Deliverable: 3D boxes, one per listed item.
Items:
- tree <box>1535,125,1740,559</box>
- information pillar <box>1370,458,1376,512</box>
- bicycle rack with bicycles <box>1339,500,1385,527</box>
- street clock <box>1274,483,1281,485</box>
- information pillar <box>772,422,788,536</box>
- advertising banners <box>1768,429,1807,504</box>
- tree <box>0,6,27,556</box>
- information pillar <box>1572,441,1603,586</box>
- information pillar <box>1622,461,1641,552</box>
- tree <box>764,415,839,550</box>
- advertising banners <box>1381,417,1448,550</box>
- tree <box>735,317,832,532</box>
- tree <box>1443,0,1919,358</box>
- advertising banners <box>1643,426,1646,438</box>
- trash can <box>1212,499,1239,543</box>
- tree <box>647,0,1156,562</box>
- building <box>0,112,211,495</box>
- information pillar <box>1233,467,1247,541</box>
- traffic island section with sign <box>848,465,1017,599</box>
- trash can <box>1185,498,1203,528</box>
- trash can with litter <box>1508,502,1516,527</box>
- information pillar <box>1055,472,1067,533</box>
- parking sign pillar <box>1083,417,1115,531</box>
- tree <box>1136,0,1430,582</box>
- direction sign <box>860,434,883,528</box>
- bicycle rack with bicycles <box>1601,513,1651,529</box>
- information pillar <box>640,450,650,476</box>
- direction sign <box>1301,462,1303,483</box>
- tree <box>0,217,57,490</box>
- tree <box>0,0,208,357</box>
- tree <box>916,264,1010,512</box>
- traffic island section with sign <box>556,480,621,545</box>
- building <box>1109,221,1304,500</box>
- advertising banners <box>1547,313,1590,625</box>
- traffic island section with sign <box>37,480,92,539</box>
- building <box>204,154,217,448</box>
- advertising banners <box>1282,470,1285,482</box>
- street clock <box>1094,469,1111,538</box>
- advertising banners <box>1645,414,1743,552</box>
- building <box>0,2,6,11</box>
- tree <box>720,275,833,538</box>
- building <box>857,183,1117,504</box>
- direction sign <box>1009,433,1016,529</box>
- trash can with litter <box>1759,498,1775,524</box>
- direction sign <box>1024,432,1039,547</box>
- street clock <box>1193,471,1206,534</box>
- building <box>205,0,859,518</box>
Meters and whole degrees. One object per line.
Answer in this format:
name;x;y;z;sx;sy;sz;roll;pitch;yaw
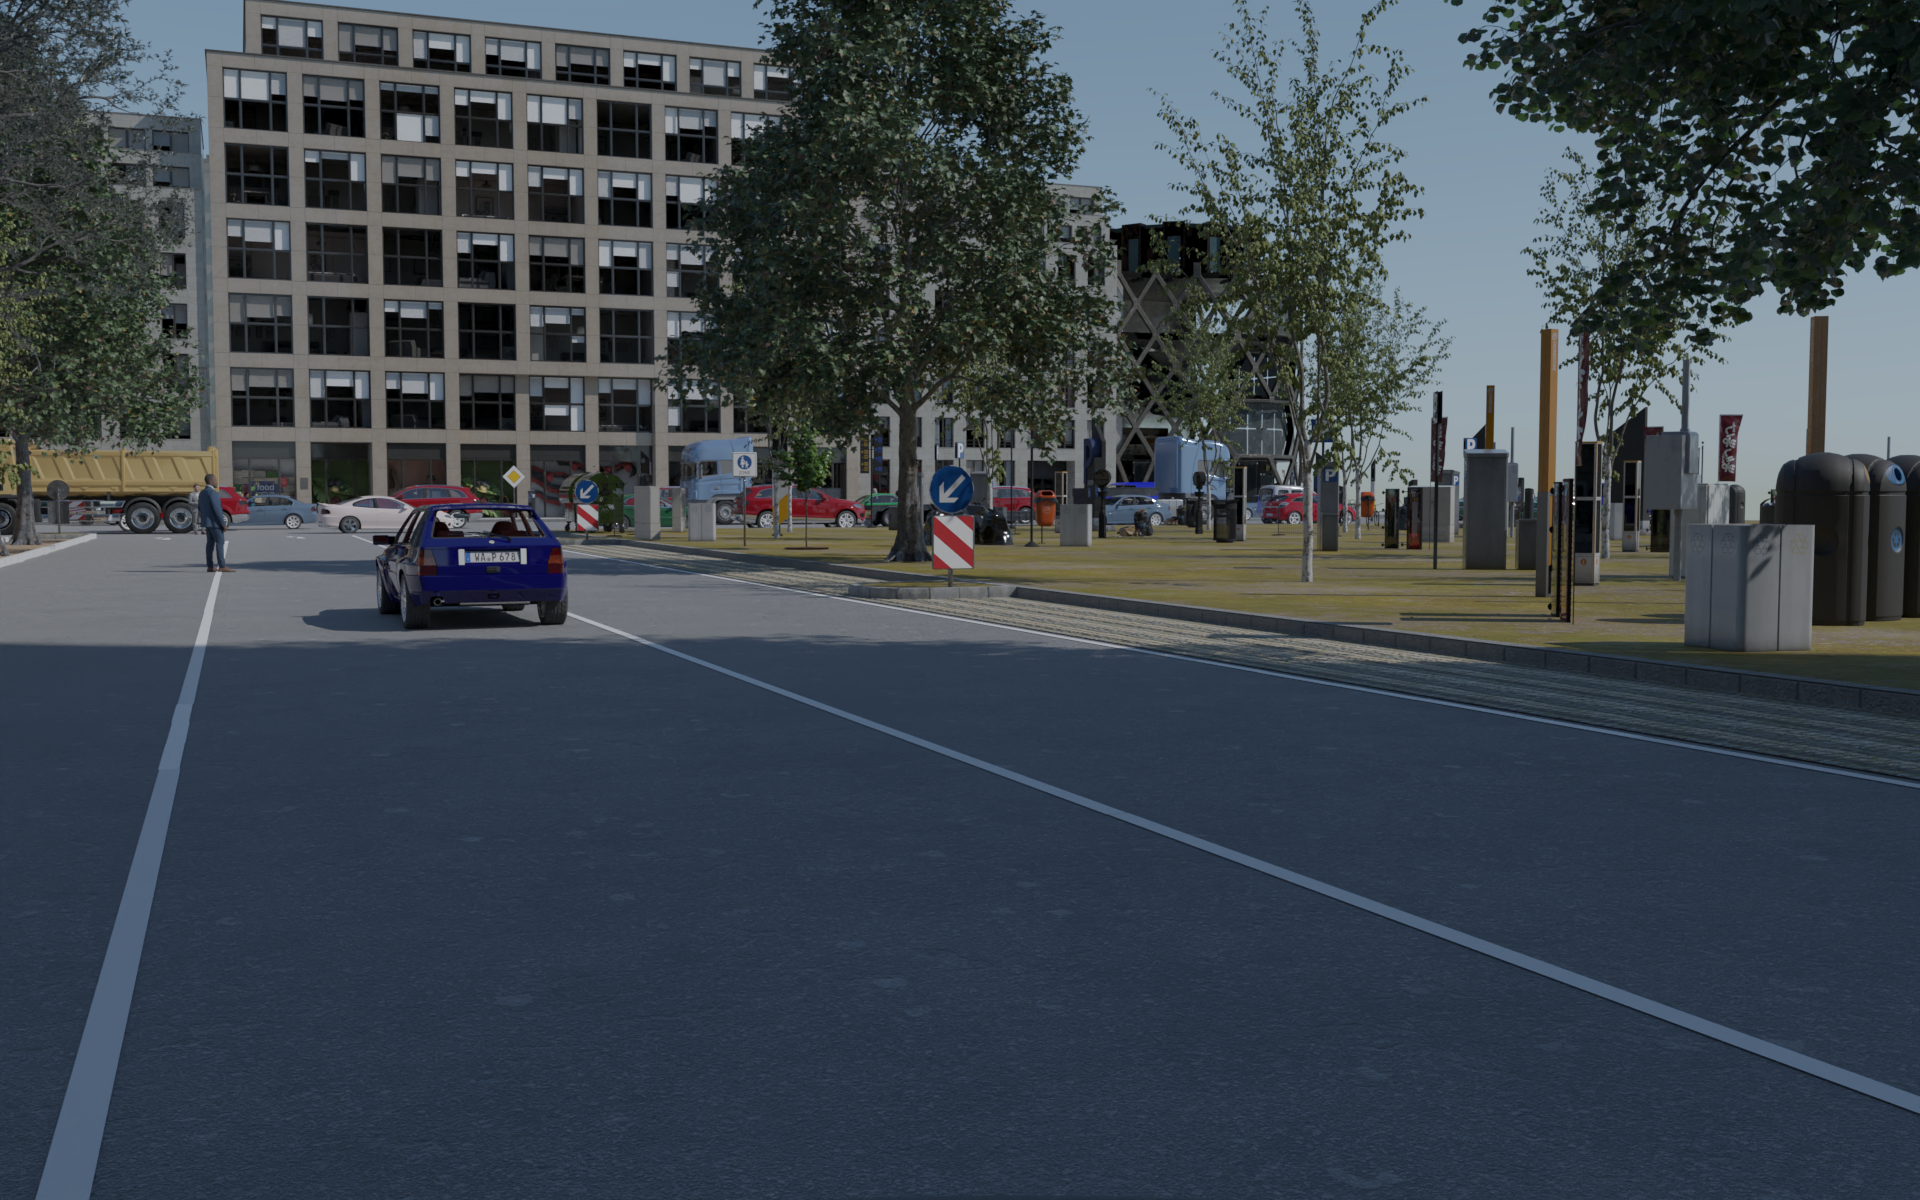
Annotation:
tree;13.105;-5.134;34.301;4.737;8.622;4.395;0;3;0
information pillar;27.233;-7.513;114.187;0.183;3.616;0.504;-1;4;-17
bicycle rack with bicycles;15.730;-3.395;68.892;2.852;0.926;2.925;1;4;23
street clock;20.219;-6.476;110.454;0.471;2.002;0.358;0;4;-4
information pillar;-5.519;-3.770;52.996;0.504;3.616;0.183;0;4;-4
advertising banners;22.160;-3.050;46.048;2.074;3.025;0.090;-2;4;-31
tree;-22.354;-7.341;39.496;9.611;12.733;9.660;0;3;0
information pillar;8.788;-1.209;24.260;0.304;2.012;0.304;2;4;34
information pillar;14.910;-2.077;38.458;0.304;2.012;0.304;2;4;35
tree;-3.705;-2.786;40.154;1.663;3.219;1.824;0;3;0
advertising banners;10.510;-2.683;40.061;0.090;3.025;2.074;-2;4;-28
tree;-5.799;-6.595;58.184;4.360;8.622;3.978;0;3;0
tree;7.188;-6.372;10.844;9.857;13.997;8.962;0;3;0
advertising banners;18.476;-2.940;44.257;2.074;3.025;0.090;3;5;40
trash can;6.982;-2.079;45.644;0.748;1.137;0.748;0;3;0
tree;-1.090;-7.087;32.875;9.611;12.733;9.660;0;3;0
building;-47.528;-14.281;88.243;16.860;20.320;10.420;-1;4;-23
information pillar;7.585;-2.597;46.959;0.304;2.012;0.304;1;4;22
traffic island section with sign;-0.501;-0.966;24.426;1.989;1.847;2.006;-1;4;-23
trash can;8.948;-3.339;66.254;0.748;1.137;0.748;0;3;0
trash can with litter;20.561;-3.332;65.871;1.055;1.170;0.624;-2;4;-24
information pillar;3.316;-3.204;56.878;0.304;2.012;0.304;2;4;33
parking sign pillar;4.678;-4.380;60.078;1.447;3.967;1.447;-1;4;-12
tree;4.866;-4.564;24.979;4.737;8.622;4.395;0;3;0
direction sign;-3.353;-4.503;65.614;0.876;3.537;0.379;-1;4;-16
bicycle rack with bicycles;23.402;-2.828;59.625;2.925;0.926;2.852;-1;4;-10
information pillar;-16.748;-6.163;92.121;0.504;3.616;0.183;0;4;3
direction sign;24.656;-8.072;123.979;0.379;3.537;0.876;3;5;39
tree;-19.241;-4.883;32.656;4.737;8.622;4.395;0;3;0
tree;-16.208;-6.837;24.606;12.009;13.543;11.850;0;3;0
tree;0.637;-5.989;48.288;4.737;8.622;4.395;0;3;0
traffic island section with sign;-10.863;-2.489;49.317;1.989;1.847;2.006;-1;4;-23
building;14.180;-15.281;117.290;16.811;18.784;16.820;-1;4;-23
advertising banners;6.121;-1.299;17.427;0.090;3.025;2.074;1;4;12
traffic island section with sign;-28.892;-2.890;55.389;2.006;1.907;1.989;-1;4;-23
building;-96.726;-38.373;247.012;30.456;49.044;23.786;-1;4;-23
advertising banners;23.774;-7.925;125.757;0.090;3.025;2.074;2;4;35
street clock;4.148;-2.805;50.428;0.471;2.002;0.358;2;4;23
advertising banners;16.118;-2.556;37.987;2.074;3.025;0.090;0;4;-2
building;-138.293;-56.035;228.850;31.000;86.520;22.319;-1;4;-23
tree;-5.194;-6.082;49.807;4.737;8.622;4.395;0;3;0
building;-0.141;-15.478;107.811;16.860;20.320;10.420;-1;4;-23
direction sign;1.917;-4.431;64.447;0.379;3.537;0.876;0;4;3
trash can with litter;30.156;-3.155;62.642;1.678;1.210;2.233;3;4;39
direction sign;1.744;-3.063;42.073;0.379;3.537;0.876;0;4;1
street clock;7.675;-3.119;55.560;0.358;2.002;0.471;-2;4;-24
building;-25.242;-18.169;101.572;34.151;26.468;19.350;-1;4;-23
